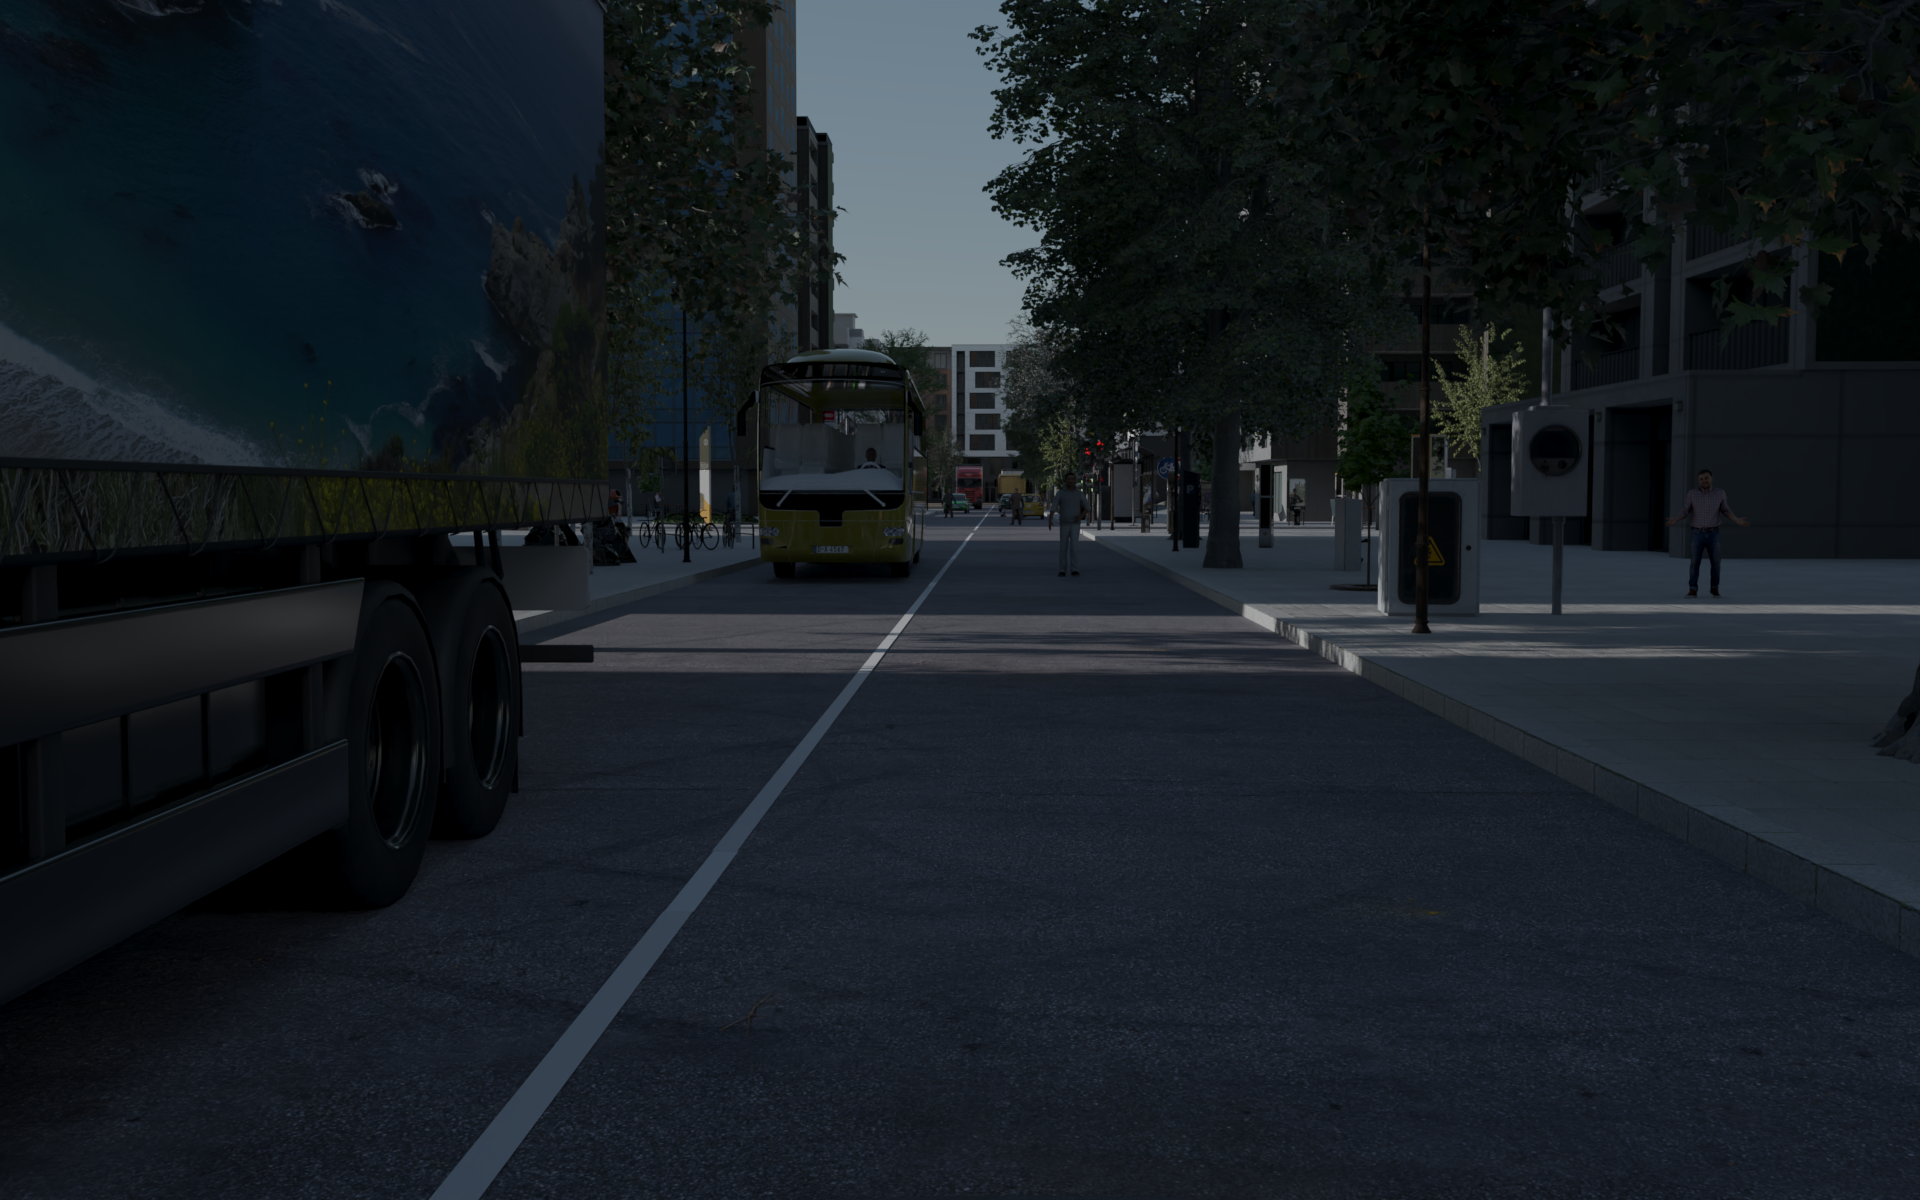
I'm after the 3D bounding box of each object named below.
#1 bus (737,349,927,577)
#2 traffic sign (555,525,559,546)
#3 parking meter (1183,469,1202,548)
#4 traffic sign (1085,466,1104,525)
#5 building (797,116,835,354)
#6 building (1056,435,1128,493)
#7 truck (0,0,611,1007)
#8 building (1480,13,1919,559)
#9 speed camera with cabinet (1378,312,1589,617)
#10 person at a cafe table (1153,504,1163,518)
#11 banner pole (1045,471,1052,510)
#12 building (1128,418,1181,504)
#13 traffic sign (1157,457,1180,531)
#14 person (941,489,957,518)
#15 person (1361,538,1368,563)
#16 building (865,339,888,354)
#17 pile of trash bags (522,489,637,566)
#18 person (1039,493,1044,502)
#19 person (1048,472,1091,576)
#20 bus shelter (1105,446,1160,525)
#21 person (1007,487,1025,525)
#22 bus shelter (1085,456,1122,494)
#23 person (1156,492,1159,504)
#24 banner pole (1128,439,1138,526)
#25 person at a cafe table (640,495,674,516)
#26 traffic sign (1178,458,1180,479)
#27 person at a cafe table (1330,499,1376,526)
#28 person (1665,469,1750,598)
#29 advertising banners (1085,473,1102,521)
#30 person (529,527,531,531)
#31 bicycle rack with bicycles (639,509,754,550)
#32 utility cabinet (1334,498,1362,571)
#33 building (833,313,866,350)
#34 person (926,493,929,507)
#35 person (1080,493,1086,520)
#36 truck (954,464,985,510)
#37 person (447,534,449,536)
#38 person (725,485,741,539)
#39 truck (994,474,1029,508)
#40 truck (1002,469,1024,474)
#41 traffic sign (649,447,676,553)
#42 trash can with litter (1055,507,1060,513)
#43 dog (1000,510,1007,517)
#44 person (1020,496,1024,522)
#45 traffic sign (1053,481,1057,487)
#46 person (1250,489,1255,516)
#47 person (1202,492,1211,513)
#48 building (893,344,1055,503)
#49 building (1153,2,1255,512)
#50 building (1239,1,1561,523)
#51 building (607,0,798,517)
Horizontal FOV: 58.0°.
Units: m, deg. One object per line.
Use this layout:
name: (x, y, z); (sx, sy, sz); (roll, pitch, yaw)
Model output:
bus: (-2.025, -2.543, 33.118); (2.896, 3.916, 12.252); (0, 3, 0)
traffic sign: (-5.783, -1.517, 24.814); (0.884, 2.594, 0.081); (1, 4, 11)
parking meter: (5.515, -2.168, 41.162); (0.399, 1.863, 0.255); (2, 4, 24)
traffic sign: (5.527, -4.399, 71.935); (0.884, 2.594, 0.081); (1, 4, 11)
building: (-17.281, -22.082, 132.738); (14.160, 30.474, 14.107); (0, 4, 1)
building: (27.312, -18.277, 240.983); (28.070, 9.664, 9.099); (0, 4, 1)
truck: (-3.096, -0.916, 3.886); (2.839, 4.237, 11.283); (0, 4, 0)
building: (24.659, -36.584, 36.403); (20.563, 71.187, 20.611); (0, 4, 1)
speed camera with cabinet: (5.496, -1.462, 18.239); (2.038, 3.252, 0.660); (0, 4, 7)
person at a cafe table: (9.675, -5.026, 93.031); (1.698, 1.238, 1.726); (-3, 5, -42)
banner pole: (7.359, -9.340, 142.731); (0.401, 3.779, 0.863); (3, 5, 44)
building: (30.085, -19.814, 167.936); (27.936, 21.610, 32.646); (0, 4, 1)
traffic sign: (7.150, -3.629, 59.438); (0.768, 2.556, 0.104); (0, 4, 2)
person: (-0.658, -5.758, 103.194); (0.990, 1.755, 0.434); (2, 4, 24)
person: (7.194, -1.064, 31.727); (0.655, 0.850, 0.859); (1, 4, 19)
building: (-24.759, -20.781, 206.225); (31.486, 18.905, 16.747); (0, 4, 1)
pile of trash bags: (-6.924, -1.378, 32.283); (1.912, 1.369, 3.447); (0, 4, 4)
person: (8.410, -10.595, 179.366); (0.705, 1.812, 1.348); (2, 4, 35)
person: (1.873, -1.309, 30.048); (0.875, 1.805, 0.789); (0, 4, 0)
bus shelter: (7.449, -4.982, 75.373); (2.014, 3.302, 5.546); (0, 4, 1)
person: (2.564, -4.365, 80.425); (0.990, 1.755, 0.434); (-2, 4, -26)
bus shelter: (7.970, -7.460, 99.603); (2.179, 5.291, 8.768); (0, 4, 1)
person: (16.805, -8.684, 148.970); (0.756, 1.711, 0.436); (3, 4, 36)
banner pole: (7.015, -4.853, 69.366); (0.401, 3.779, 0.863); (0, 4, -8)
person at a cafe table: (-16.942, -5.233, 96.419); (1.698, 1.238, 1.726); (0, 4, 4)
traffic sign: (7.729, -3.691, 60.446); (0.768, 2.556, 0.104); (0, 4, 6)
person at a cafe table: (15.849, -3.785, 70.402); (1.622, 1.524, 1.698); (-2, 4, -25)
person: (9.164, -0.814, 21.315); (0.963, 1.587, 0.435); (1, 4, 12)
advertising banners: (6.317, -5.283, 82.562); (0.090, 3.025, 2.074); (2, 4, 29)
person: (-13.477, -2.720, 54.422); (0.435, 1.345, 0.340); (0, 4, -3)
bicycle rack with bicycles: (-6.050, -1.664, 40.593); (2.852, 0.926, 2.925); (-2, 4, -25)
utility cabinet: (6.549, -1.104, 29.212); (0.306, 1.237, 1.020); (0, 4, 3)
building: (-17.571, -19.738, 179.140); (16.016, 20.091, 11.380); (0, 4, 1)
person: (-3.309, -9.812, 167.190); (0.721, 1.735, 1.217); (-2, 4, -35)
person: (6.075, -4.680, 84.836); (0.482, 1.546, 0.388); (1, 4, 18)
truck: (0.851, -10.690, 163.688); (2.839, 4.237, 11.283); (0, 4, 0)
person: (-9.923, -1.646, 32.816); (0.709, 1.838, 0.599); (-1, 4, -21)
person: (-6.546, -2.543, 49.832); (0.499, 1.552, 0.429); (0, 4, 0)
truck: (4.970, -10.421, 166.306); (3.469, 3.379, 9.791); (0, 4, 2)
truck: (6.035, -12.918, 200.123); (2.839, 4.237, 11.283); (0, 4, 1)
traffic sign: (-6.421, -2.155, 37.372); (0.606, 2.300, 0.079); (1, 4, 10)
trash can with litter: (6.584, -6.606, 119.394); (0.624, 1.170, 1.055); (-1, 4, -22)
dog: (2.783, -5.417, 108.764); (0.550, 0.427, 0.748); (1, 4, 11)
person: (3.164, -4.724, 89.651); (0.340, 1.345, 0.435); (-1, 4, -22)
traffic sign: (7.662, -8.475, 138.301); (0.795, 2.593, 0.064); (0, 4, 7)
person: (17.190, -5.682, 101.155); (0.429, 1.552, 0.499); (-1, 4, -14)
person: (16.489, -6.698, 116.012); (0.683, 1.767, 0.568); (-1, 4, -20)
building: (-2.970, -24.861, 250.456); (32.646, 21.610, 27.936); (0, 4, 1)
building: (29.887, -26.804, 130.119); (32.217, 40.220, 23.993); (0, 4, 1)
building: (21.144, -18.995, 82.266); (14.107, 30.474, 14.160); (0, 4, 1)
building: (-17.477, -27.733, 103.553); (14.600, 45.320, 14.200); (0, 4, 1)
